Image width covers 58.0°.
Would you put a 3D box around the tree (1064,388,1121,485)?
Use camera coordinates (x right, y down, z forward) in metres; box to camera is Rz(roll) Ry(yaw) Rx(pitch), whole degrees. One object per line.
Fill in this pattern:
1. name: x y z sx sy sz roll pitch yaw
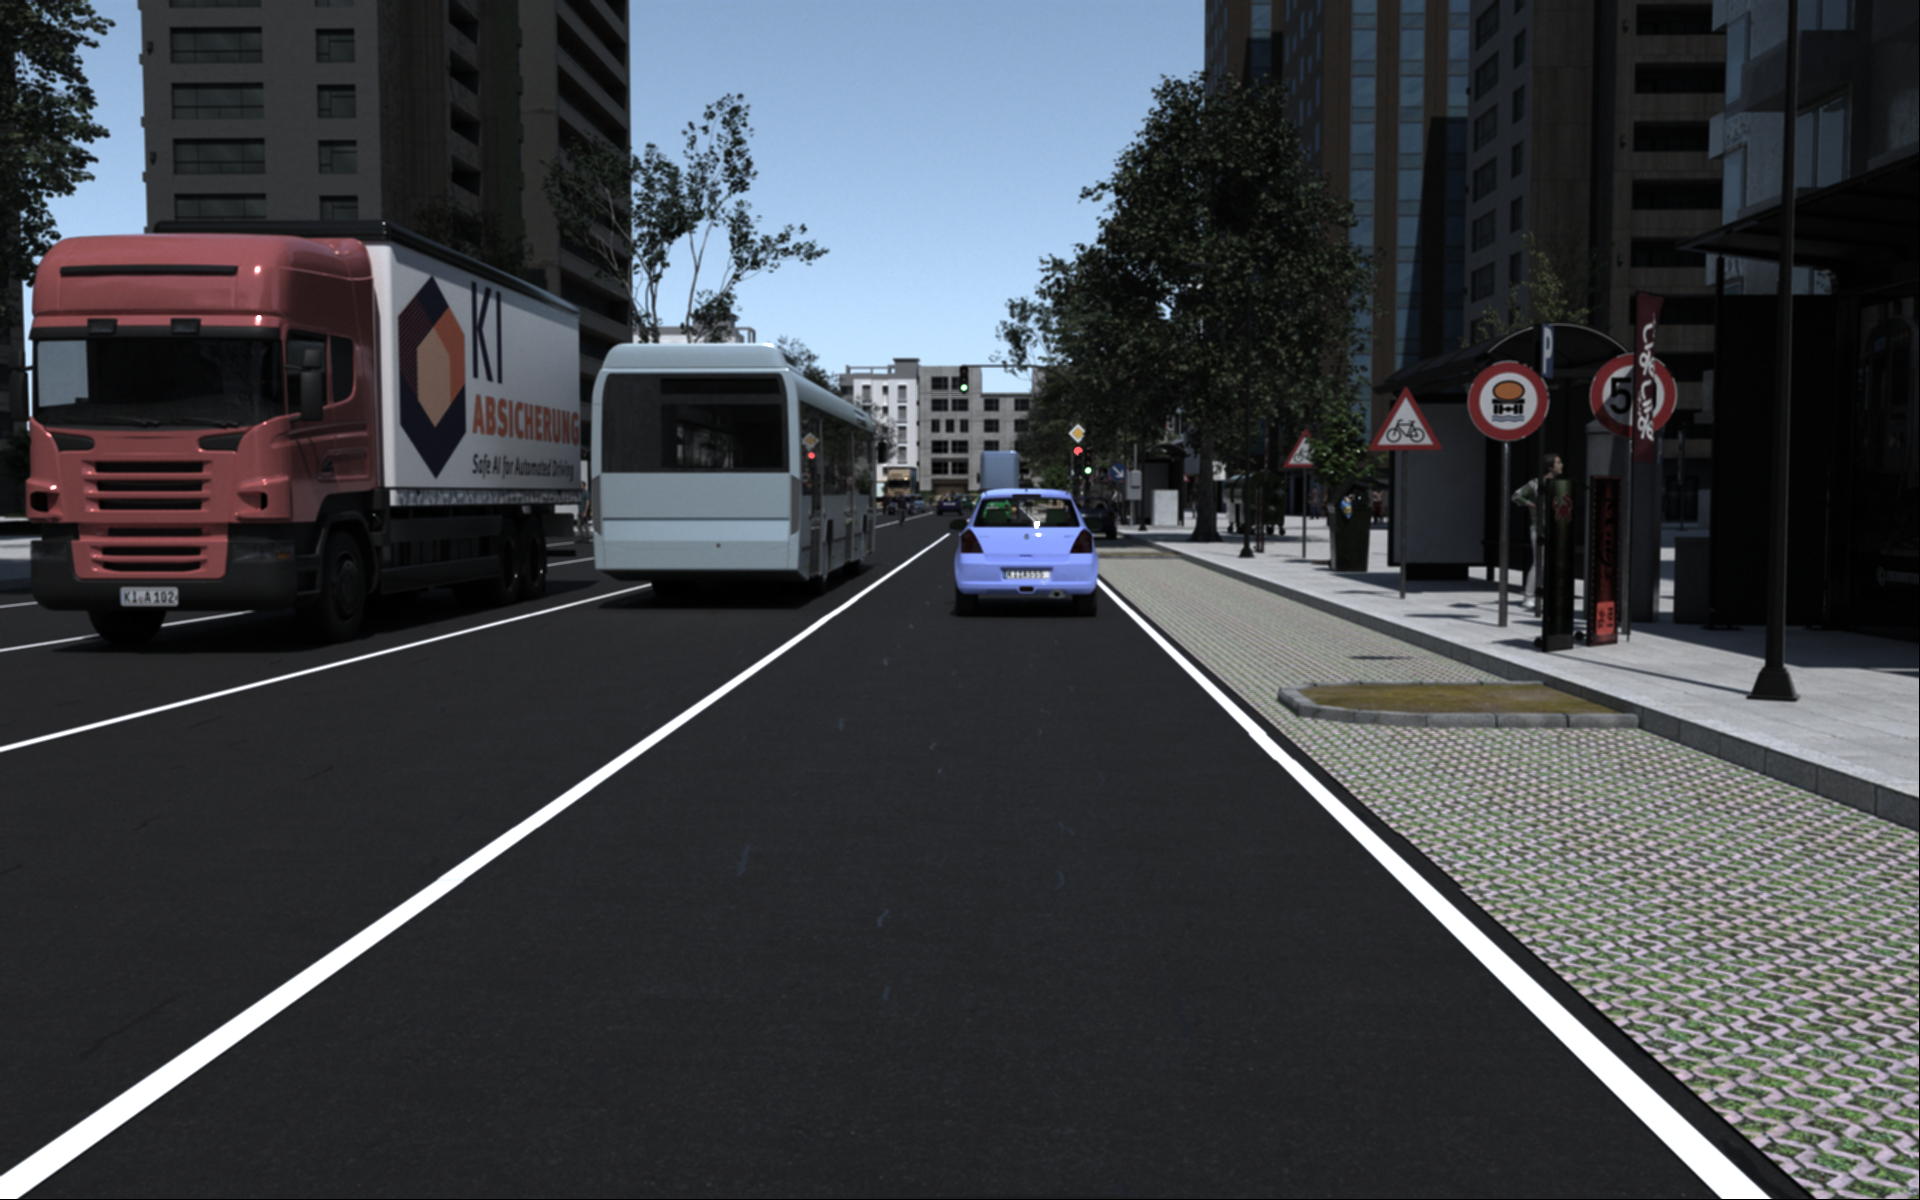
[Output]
1. tree: 8.871 -10.008 113.997 4.360 8.622 3.978 0 3 0

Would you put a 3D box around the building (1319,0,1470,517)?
1. building: 26.837 -27.582 101.069 14.600 45.320 14.200 0 4 2

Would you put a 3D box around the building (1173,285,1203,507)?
1. building: 36.079 -20.612 180.975 27.936 21.610 32.646 0 4 2

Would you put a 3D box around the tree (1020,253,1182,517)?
1. tree: 7.111 -9.938 80.614 7.486 12.596 7.792 0 3 0

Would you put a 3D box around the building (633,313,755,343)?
1. building: -30.343 -19.727 178.958 16.016 20.091 11.380 0 4 2

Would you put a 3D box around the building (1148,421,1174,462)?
1. building: 30.272 -21.207 203.156 16.016 20.091 11.380 0 4 2

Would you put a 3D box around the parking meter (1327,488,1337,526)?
1. parking meter: 14.812 -3.705 68.983 0.372 1.533 0.369 0 3 0

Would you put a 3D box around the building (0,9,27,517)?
1. building: -64.991 -39.826 89.404 20.611 71.187 20.563 0 4 2

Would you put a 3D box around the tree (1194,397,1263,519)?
1. tree: 13.553 -8.398 87.678 4.737 8.622 4.395 0 3 0

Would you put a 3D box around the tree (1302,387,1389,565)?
1. tree: 7.075 -2.262 31.581 1.663 3.219 1.824 0 3 0

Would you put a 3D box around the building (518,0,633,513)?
1. building: -34.426 -29.959 113.538 21.300 48.544 21.600 0 4 2

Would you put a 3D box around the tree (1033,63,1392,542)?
1. tree: 6.679 -7.909 46.317 9.611 12.733 9.660 0 3 0

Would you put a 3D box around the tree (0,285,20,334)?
1. tree: -23.603 -5.391 38.506 4.360 8.622 3.978 0 3 0

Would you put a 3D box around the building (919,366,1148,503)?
1. building: 10.354 -23.285 247.167 31.486 18.905 16.747 0 4 2

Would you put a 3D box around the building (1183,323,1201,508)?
1. building: 28.786 -18.518 159.189 16.016 20.091 11.380 0 4 2

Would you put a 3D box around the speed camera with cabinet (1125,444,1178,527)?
1. speed camera with cabinet: 7.549 -4.521 68.257 2.038 3.252 0.660 0 4 -5

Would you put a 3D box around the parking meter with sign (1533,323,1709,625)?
1. parking meter with sign: 6.710 -1.297 17.471 1.738 3.016 0.543 2 4 31

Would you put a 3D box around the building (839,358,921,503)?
1. building: -11.226 -23.918 247.473 11.380 20.091 16.016 0 4 2

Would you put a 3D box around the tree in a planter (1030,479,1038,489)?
1. tree in a planter: 6.086 -7.542 120.541 1.991 3.239 1.994 0 4 2

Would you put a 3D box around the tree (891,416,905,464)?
1. tree: -11.458 -18.368 210.690 12.009 13.543 11.850 0 3 0

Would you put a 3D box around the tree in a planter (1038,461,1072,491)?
1. tree in a planter: 5.370 -5.895 93.607 1.991 3.239 1.994 0 4 2

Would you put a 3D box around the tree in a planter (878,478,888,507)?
1. tree in a planter: -8.371 -12.313 198.536 1.991 3.239 1.994 0 4 2

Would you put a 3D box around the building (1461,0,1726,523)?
1. building: 32.784 -19.005 82.432 14.107 30.474 14.160 0 4 2

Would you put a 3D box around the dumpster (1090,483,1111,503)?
1. dumpster: 7.485 -5.348 93.202 1.264 1.857 1.865 0 4 1

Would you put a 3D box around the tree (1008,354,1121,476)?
1. tree: 9.854 -14.736 151.306 12.009 13.543 11.850 0 3 0

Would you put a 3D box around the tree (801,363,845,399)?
1. tree: -12.994 -14.321 151.151 9.611 12.733 9.660 0 3 0

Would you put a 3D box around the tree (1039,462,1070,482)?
1. tree: 9.792 -11.860 177.625 4.285 4.588 4.351 0 3 0

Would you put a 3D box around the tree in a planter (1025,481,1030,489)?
1. tree in a planter: 8.164 -12.289 198.147 1.991 3.239 1.994 0 4 2

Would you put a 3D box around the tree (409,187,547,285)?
1. tree: -15.899 -7.296 53.708 8.767 10.594 7.601 1 4 11

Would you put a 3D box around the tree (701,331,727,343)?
1. tree: -14.032 -10.135 100.114 8.767 10.594 7.601 1 4 15

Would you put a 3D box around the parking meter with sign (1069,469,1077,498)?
1. parking meter with sign: 8.056 -7.784 123.533 0.543 3.016 1.738 0 4 -2

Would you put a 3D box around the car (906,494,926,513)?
1. car: -3.595 -7.515 134.867 2.014 1.417 4.499 0 4 0

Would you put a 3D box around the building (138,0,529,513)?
1. building: -30.656 -19.271 86.783 14.160 30.474 14.107 0 4 2

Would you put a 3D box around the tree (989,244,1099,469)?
1. tree: 8.503 -16.987 133.619 12.611 20.169 13.585 0 3 0

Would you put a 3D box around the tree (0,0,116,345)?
1. tree: -16.257 -7.153 23.611 9.857 13.997 8.962 0 3 0

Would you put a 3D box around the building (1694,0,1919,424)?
1. building: 29.828 -25.284 33.003 23.786 49.044 30.456 0 4 2

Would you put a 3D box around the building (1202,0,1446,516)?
1. building: 25.050 -28.940 123.283 14.600 45.320 14.200 0 4 2

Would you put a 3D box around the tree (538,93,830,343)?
1. tree: -12.809 -13.785 81.269 12.611 20.169 13.585 0 3 0

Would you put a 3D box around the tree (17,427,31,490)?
1. tree: -40.859 -5.695 76.834 4.285 4.588 4.351 0 3 0

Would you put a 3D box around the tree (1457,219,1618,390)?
1. tree: 15.896 -5.920 47.149 4.737 8.622 4.395 0 3 0

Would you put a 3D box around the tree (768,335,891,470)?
1. tree: -12.782 -13.598 132.702 12.009 13.543 11.850 0 3 0
